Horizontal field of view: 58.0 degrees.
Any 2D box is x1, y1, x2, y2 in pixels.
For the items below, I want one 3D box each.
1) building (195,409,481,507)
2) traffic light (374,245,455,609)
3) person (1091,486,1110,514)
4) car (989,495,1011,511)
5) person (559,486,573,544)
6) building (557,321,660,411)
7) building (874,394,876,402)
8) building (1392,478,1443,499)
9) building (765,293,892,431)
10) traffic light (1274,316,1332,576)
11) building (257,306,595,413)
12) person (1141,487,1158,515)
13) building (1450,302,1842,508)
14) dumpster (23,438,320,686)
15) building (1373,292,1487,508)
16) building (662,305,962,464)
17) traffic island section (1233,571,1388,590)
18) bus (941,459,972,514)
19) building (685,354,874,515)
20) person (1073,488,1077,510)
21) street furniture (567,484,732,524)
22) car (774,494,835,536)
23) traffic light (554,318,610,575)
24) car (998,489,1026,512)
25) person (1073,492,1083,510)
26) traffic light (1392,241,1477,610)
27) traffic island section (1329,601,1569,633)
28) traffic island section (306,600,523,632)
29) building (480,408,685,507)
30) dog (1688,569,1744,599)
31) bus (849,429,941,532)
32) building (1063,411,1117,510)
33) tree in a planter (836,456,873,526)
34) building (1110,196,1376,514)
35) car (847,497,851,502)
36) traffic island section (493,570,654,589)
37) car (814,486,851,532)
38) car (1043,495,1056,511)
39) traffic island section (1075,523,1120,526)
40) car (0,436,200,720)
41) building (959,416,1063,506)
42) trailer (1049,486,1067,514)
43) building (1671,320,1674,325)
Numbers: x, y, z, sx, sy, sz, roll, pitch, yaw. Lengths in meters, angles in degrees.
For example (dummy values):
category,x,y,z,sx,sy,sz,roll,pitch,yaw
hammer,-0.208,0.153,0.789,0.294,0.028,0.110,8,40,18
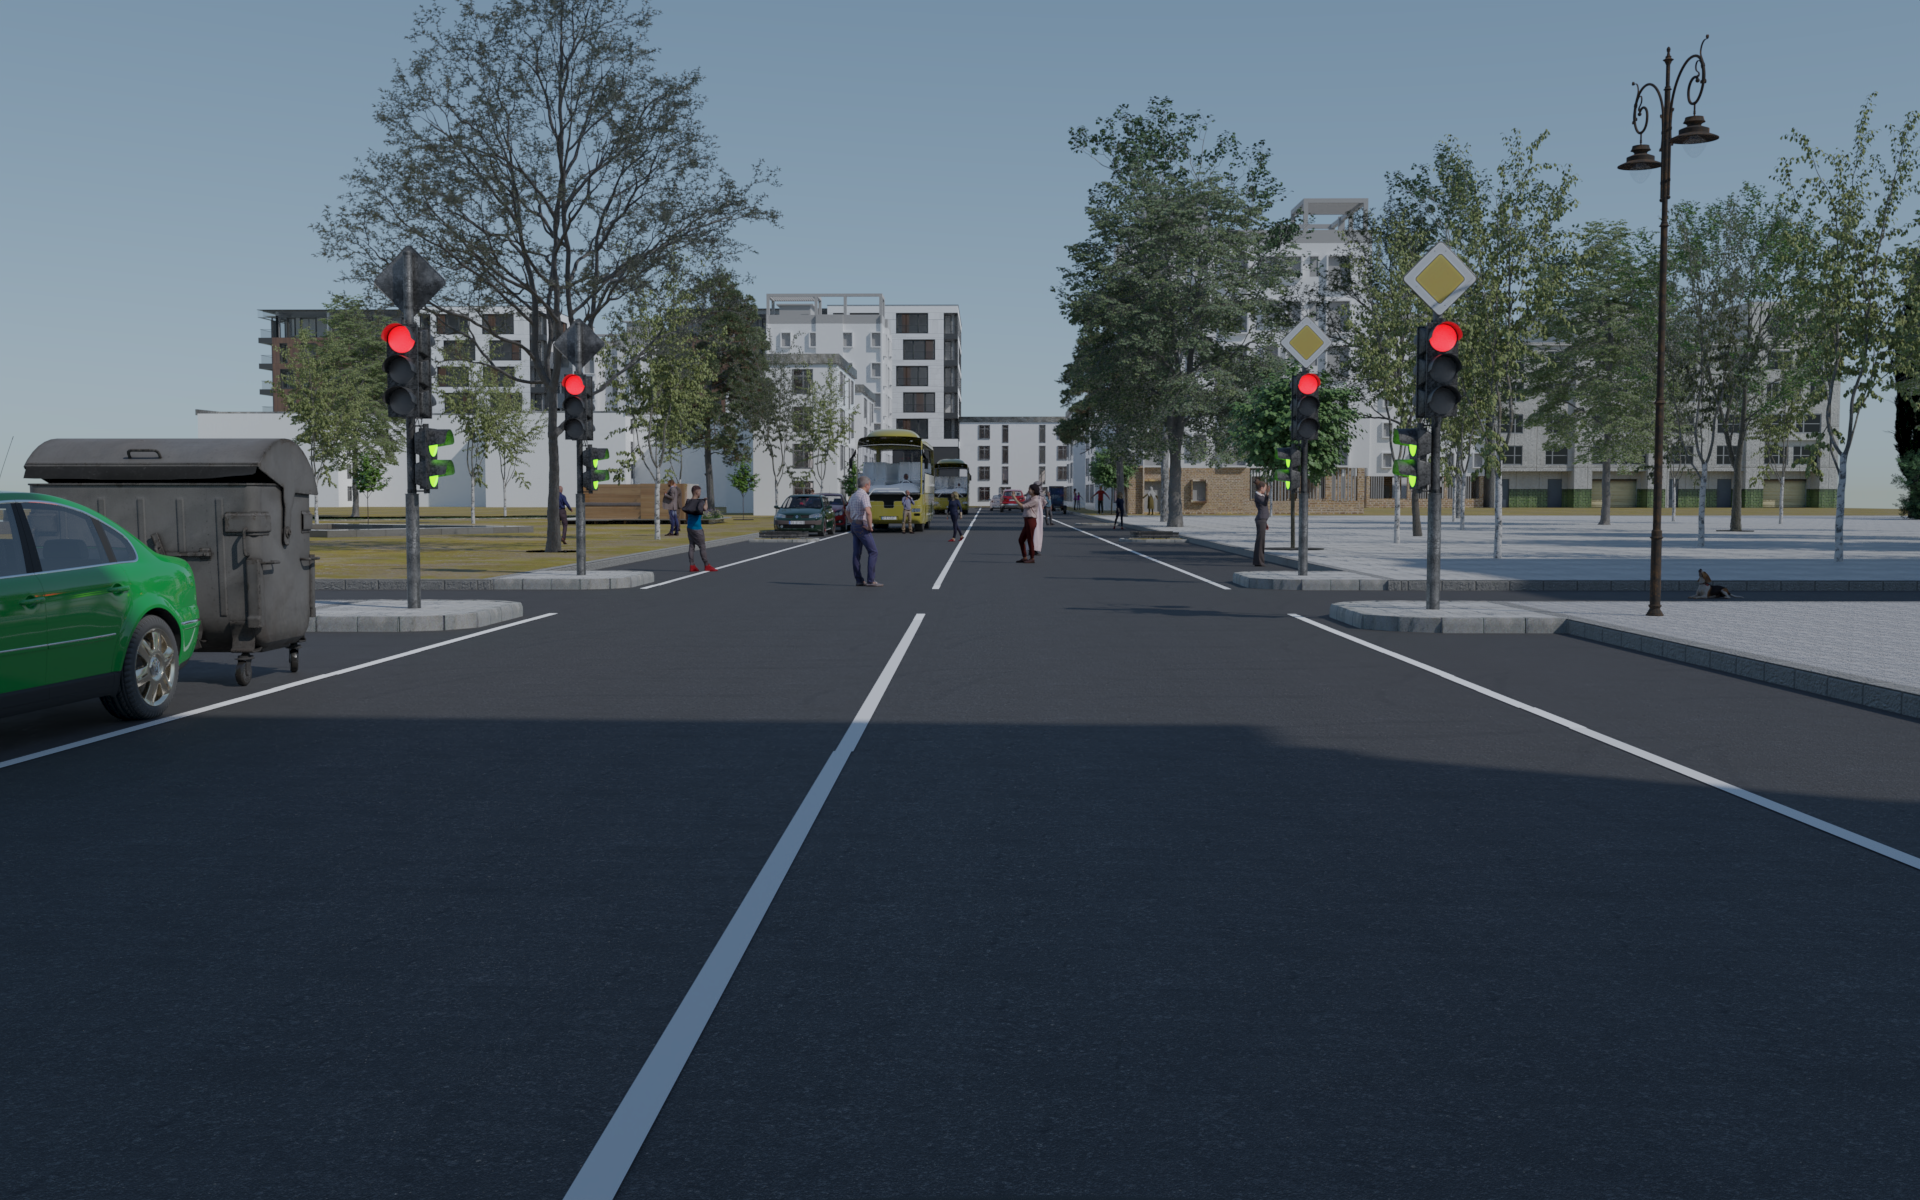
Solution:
category,x,y,z,sx,sy,sz,roll,pitch,yaw
building,-61.330,-14.267,175.418,28.070,9.664,9.099,0,4,1
traffic light,-6.114,-1.841,19.340,0.839,4.213,0.868,0,4,1
person,8.812,-6.281,108.682,1.348,1.831,0.705,2,4,26
car,3.508,-8.383,149.422,2.083,1.381,4.827,0,4,1
person,-10.167,-2.180,44.384,0.574,1.496,0.600,3,4,38
building,-38.539,-20.747,195.626,11.380,20.091,16.016,0,4,1
building,-11.669,-12.502,146.556,9.099,9.664,28.070,0,4,1
building,54.107,-15.221,191.005,28.070,9.664,9.099,0,4,1
building,-12.536,-19.169,169.834,11.380,20.091,16.016,0,4,1
traffic light,5.377,-2.319,27.153,0.839,4.213,0.868,0,4,1
building,-61.097,-21.898,202.009,32.646,21.610,27.936,0,4,1
person,11.747,-6.134,107.064,1.217,1.736,0.721,-2,4,-28
building,65.357,-18.440,167.946,31.486,18.905,16.747,0,4,1
dumpster,-6.056,-0.315,13.372,1.865,1.857,1.264,0,4,1
building,43.474,-19.096,168.633,11.380,20.091,16.016,0,4,1
building,-16.258,-21.838,201.024,32.646,21.610,27.936,0,4,1
traffic island section,5.417,-0.305,27.265,2.009,0.180,2.903,0,4,1
bus,-0.590,-8.164,125.020,2.896,3.916,12.252,0,4,1
building,-11.525,-10.732,117.612,9.099,9.664,28.070,0,4,1
person,9.186,-7.969,137.021,0.721,1.739,1.217,0,4,4
street furniture,-12.751,-4.259,76.481,9.812,1.723,11.010,0,4,-2
car,-5.353,-3.063,59.874,2.009,1.686,4.222,0,4,3
traffic light,-5.983,-2.329,27.324,0.839,4.213,0.868,0,4,1
car,4.166,-7.862,137.217,2.281,1.827,5.304,0,4,1
person,9.491,-7.944,139.143,0.991,1.433,0.599,-2,4,-27
traffic light,5.246,-1.830,19.169,0.839,4.213,0.868,0,4,1
traffic island section,5.286,0.183,19.281,2.009,0.180,2.903,0,4,1
traffic island section,-6.154,0.172,19.474,2.009,0.180,2.903,0,4,1
building,-32.658,-14.193,174.195,28.070,9.664,9.099,0,4,1
dog,10.392,-0.219,23.780,0.748,0.427,0.550,1,4,20
bus,-2.493,-4.749,69.193,2.896,3.916,12.252,0,4,1
building,15.120,-13.555,163.767,9.099,9.664,28.070,0,4,1
tree in a planter,-4.847,-5.018,79.265,1.991,3.239,1.994,0,4,1
building,18.180,-15.852,115.596,16.016,20.091,11.380,0,4,1
car,-4.812,-4.603,85.479,2.015,1.641,3.980,0,4,0
traffic island section,-6.022,-0.317,27.458,2.009,0.180,2.903,0,4,1
car,-5.198,-3.565,67.325,2.155,1.783,4.494,0,4,0
car,7.142,-8.160,145.993,1.945,1.354,3.894,0,4,0
traffic island section,6.274,-3.452,79.310,1.991,0.108,1.994,0,4,1
car,-6.061,-0.055,9.700,1.959,1.807,4.718,0,4,2
building,13.945,-15.263,191.704,28.070,9.664,9.099,0,4,1
trailer,6.856,-7.155,124.034,1.471,1.999,3.904,0,4,1
building,74.099,-20.663,194.256,11.380,20.091,16.016,0,4,1
